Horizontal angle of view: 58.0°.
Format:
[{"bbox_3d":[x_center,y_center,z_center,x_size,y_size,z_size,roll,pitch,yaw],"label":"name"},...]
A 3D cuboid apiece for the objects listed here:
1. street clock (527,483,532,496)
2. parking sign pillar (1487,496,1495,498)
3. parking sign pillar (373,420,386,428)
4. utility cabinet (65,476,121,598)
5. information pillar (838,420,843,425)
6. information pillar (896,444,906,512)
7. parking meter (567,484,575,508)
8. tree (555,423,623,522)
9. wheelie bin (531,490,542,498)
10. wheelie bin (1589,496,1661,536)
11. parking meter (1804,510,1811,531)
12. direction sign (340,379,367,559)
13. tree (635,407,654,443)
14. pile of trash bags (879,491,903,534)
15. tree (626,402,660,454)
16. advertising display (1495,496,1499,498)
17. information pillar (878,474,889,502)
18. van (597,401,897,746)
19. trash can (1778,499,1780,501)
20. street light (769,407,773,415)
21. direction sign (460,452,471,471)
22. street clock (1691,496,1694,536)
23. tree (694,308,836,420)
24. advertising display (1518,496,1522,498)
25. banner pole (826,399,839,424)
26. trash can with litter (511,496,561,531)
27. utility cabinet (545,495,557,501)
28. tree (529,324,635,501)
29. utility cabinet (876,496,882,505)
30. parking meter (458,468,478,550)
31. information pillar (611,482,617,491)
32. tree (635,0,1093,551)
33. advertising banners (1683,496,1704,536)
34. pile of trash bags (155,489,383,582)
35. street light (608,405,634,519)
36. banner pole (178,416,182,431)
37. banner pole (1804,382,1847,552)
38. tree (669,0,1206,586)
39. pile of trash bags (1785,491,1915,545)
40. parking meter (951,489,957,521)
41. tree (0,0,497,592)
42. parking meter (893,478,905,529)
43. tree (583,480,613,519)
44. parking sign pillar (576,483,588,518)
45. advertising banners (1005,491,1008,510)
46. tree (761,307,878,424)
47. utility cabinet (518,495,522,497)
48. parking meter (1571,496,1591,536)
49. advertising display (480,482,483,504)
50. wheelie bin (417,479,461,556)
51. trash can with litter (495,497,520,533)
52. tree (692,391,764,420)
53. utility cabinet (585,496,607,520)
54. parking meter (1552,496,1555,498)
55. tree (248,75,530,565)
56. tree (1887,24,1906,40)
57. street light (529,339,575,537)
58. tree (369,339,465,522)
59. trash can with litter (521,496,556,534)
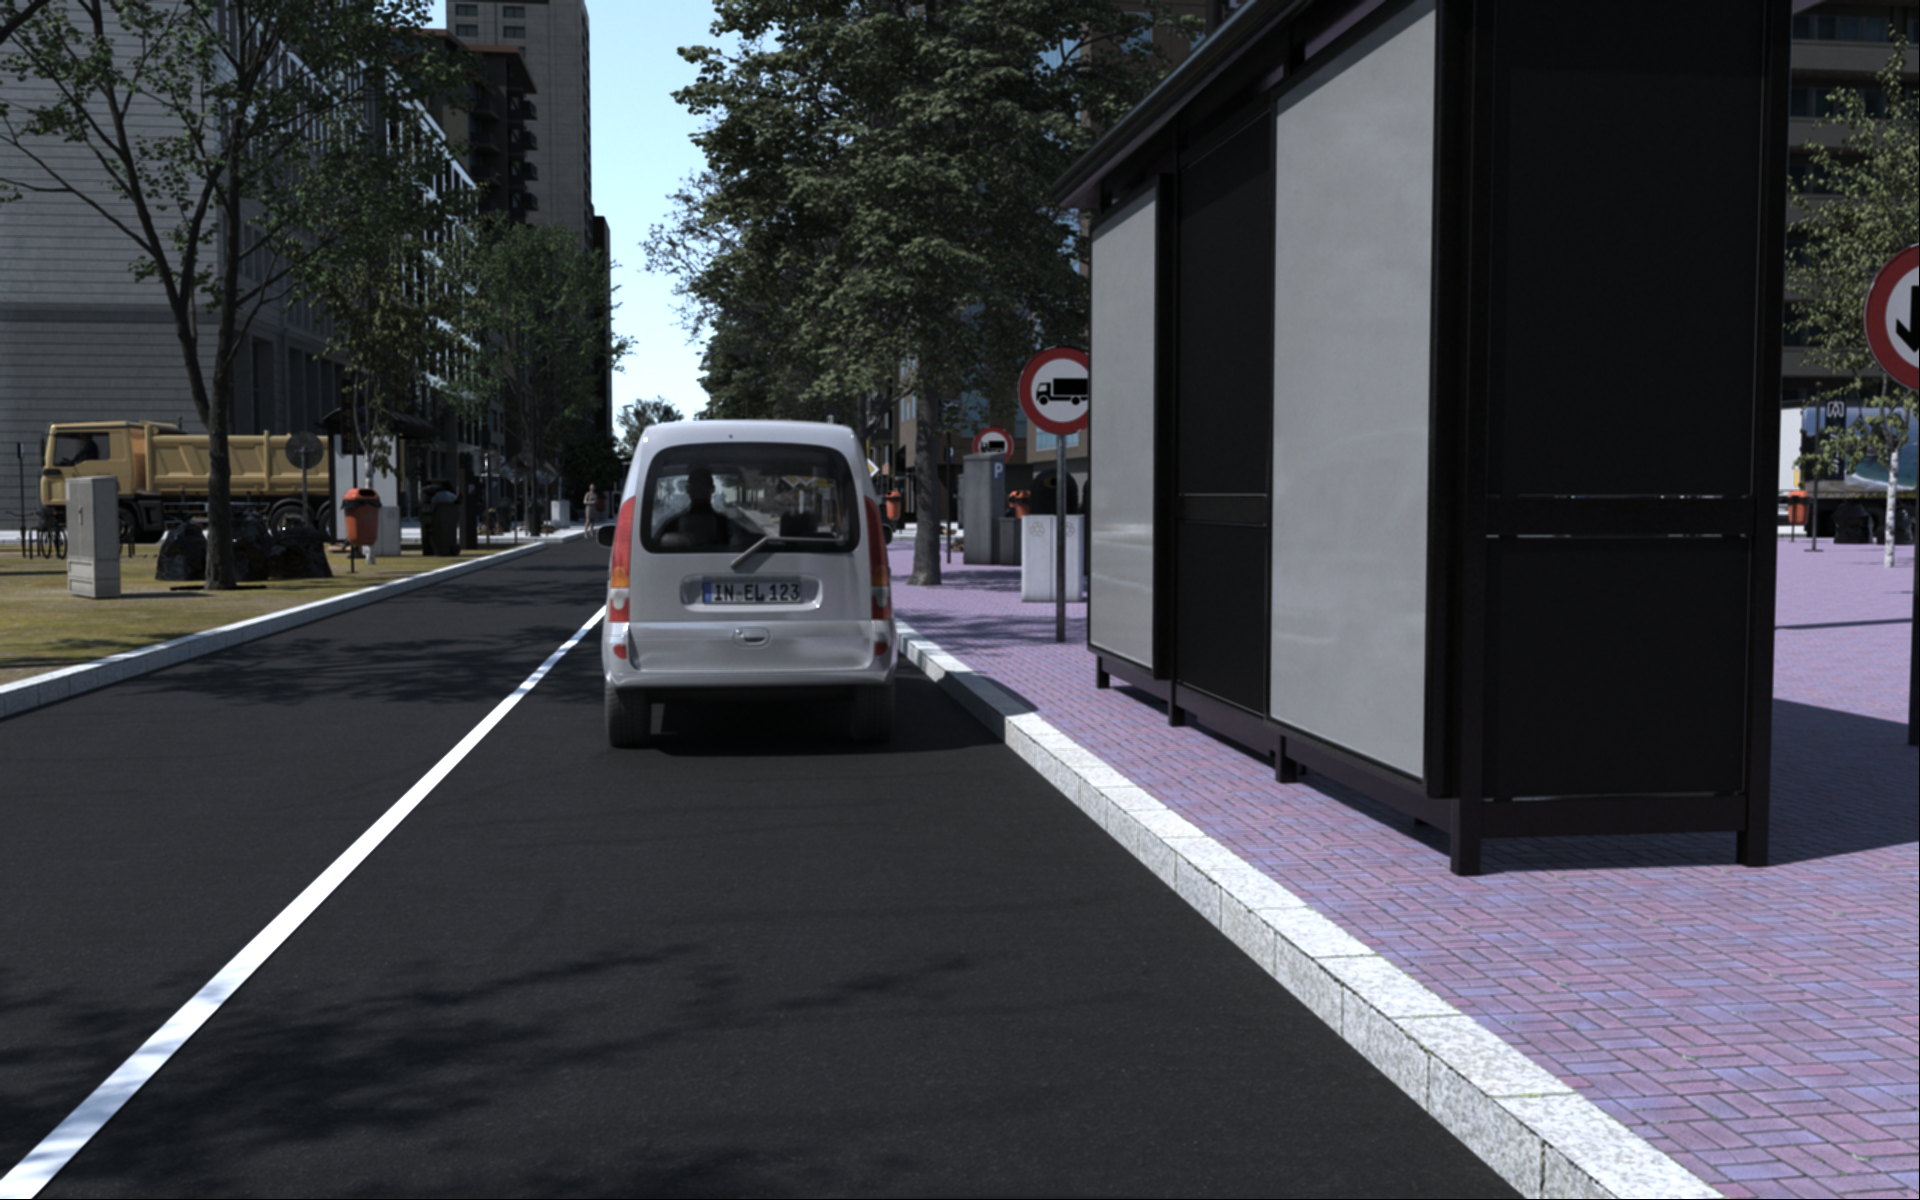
[{"bbox_3d":[-26.621,-6.276,107.176,0.471,2.002,0.358,-3,5,-44],"label":"street clock"},{"bbox_3d":[36.090,-7.946,118.384,1.447,3.967,1.447,-1,4,-8],"label":"parking sign pillar"},{"bbox_3d":[-18.643,-4.042,54.554,1.447,3.967,1.447,0,4,4],"label":"parking sign pillar"},{"bbox_3d":[-10.794,-0.786,21.524,0.318,1.500,1.173,-3,5,-41],"label":"utility cabinet"},{"bbox_3d":[-3.582,-3.792,53.357,0.504,3.616,0.183,0,4,1],"label":"information pillar"},{"bbox_3d":[-2.773,-5.510,81.441,0.504,3.616,0.183,-1,4,-22],"label":"information pillar"},{"bbox_3d":[-23.346,-6.007,103.922,0.255,1.863,0.399,2,4,28],"label":"parking meter"},{"bbox_3d":[-16.973,-5.864,79.592,4.285,4.588,4.351,0,3,0],"label":"tree"},{"bbox_3d":[-27.792,-6.472,113.732,0.980,1.594,0.693,3,4,36],"label":"wheelie bin"},{"bbox_3d":[8.235,-0.833,21.536,0.693,1.594,0.980,-2,4,-25],"label":"wheelie bin"},{"bbox_3d":[29.231,-3.126,59.516,0.372,1.533,0.369,0,3,0],"label":"parking meter"},{"bbox_3d":[-12.060,-2.601,34.519,0.379,3.537,0.876,1,4,13],"label":"direction sign"},{"bbox_3d":[-27.244,-11.921,145.268,4.737,8.622,4.395,0,3,0],"label":"tree"},{"bbox_3d":[-2.849,-2.899,57.148,1.912,1.369,3.447,-2,4,-31],"label":"pile of trash bags"},{"bbox_3d":[-24.827,-11.465,137.807,4.360,8.622,3.978,0,3,0],"label":"tree"},{"bbox_3d":[30.123,-5.548,95.919,0.974,1.923,0.123,2,4,28],"label":"advertising display"},{"bbox_3d":[-2.856,-3.670,64.490,0.304,2.012,0.304,-2,4,-25],"label":"information pillar"},{"bbox_3d":[-1.386,-0.262,11.300,2.013,2.044,4.112,0,4,-8],"label":"van"},{"bbox_3d":[22.298,-2.223,47.999,0.748,1.137,0.748,0,3,0],"label":"trash can"},{"bbox_3d":[-10.201,-7.150,89.441,1.470,5.913,1.316,0,4,-8],"label":"street light"},{"bbox_3d":[-26.819,-6.240,94.025,0.379,3.537,0.876,1,4,19],"label":"direction sign"},{"bbox_3d":[16.700,-2.135,39.474,0.471,2.002,0.358,1,4,11],"label":"street clock"},{"bbox_3d":[-12.216,-12.373,108.955,9.857,13.997,8.962,0,3,0],"label":"tree"},{"bbox_3d":[24.764,-4.420,77.484,0.123,1.923,0.974,-2,4,-25],"label":"advertising display"},{"bbox_3d":[-3.348,-3.407,45.721,0.401,3.779,0.863,-2,4,-29],"label":"banner pole"},{"bbox_3d":[-14.913,-3.018,60.394,2.233,1.210,1.678,0,4,-7],"label":"trash can with litter"},{"bbox_3d":[-26.510,-6.196,112.473,0.306,1.237,1.020,2,4,35],"label":"utility cabinet"},{"bbox_3d":[-17.024,-7.484,72.732,4.737,8.622,4.395,0,3,0],"label":"tree"},{"bbox_3d":[-3.268,-3.077,61.476,1.020,1.237,0.306,0,4,1],"label":"utility cabinet"},{"bbox_3d":[-11.297,-2.083,39.771,0.255,1.863,0.399,2,4,29],"label":"parking meter"},{"bbox_3d":[-21.046,-6.157,105.166,0.304,2.012,0.304,1,4,15],"label":"information pillar"},{"bbox_3d":[-2.124,-7.872,39.085,12.009,13.543,11.850,0,3,0],"label":"tree"},{"bbox_3d":[16.035,-2.536,37.644,0.090,3.025,2.074,3,4,38],"label":"advertising banners"},{"bbox_3d":[-10.453,-1.040,26.758,1.912,1.369,3.447,2,4,34],"label":"pile of trash bags"},{"bbox_3d":[-17.672,-7.197,90.219,1.470,5.913,1.316,0,4,-8],"label":"street light"},{"bbox_3d":[-25.049,-4.015,55.668,0.401,3.779,0.863,-1,4,-17],"label":"banner pole"},{"bbox_3d":[19.384,-2.979,38.730,0.863,3.779,0.401,0,4,2],"label":"banner pole"},{"bbox_3d":[-0.385,-6.503,24.451,7.486,12.596,7.792,0,3,0],"label":"tree"},{"bbox_3d":[23.227,-2.165,45.145,1.912,1.369,3.447,-3,4,-37],"label":"pile of trash bags"},{"bbox_3d":[-0.303,-4.458,81.300,0.372,1.533,0.369,0,3,0],"label":"parking meter"},{"bbox_3d":[-9.991,-5.932,22.750,9.928,11.665,9.643,0,3,0],"label":"tree"},{"bbox_3d":[-2.222,-3.524,63.337,0.255,1.863,0.399,3,5,41],"label":"parking meter"},{"bbox_3d":[-18.407,-5.690,87.635,1.663,3.219,1.824,0,3,0],"label":"tree"},{"bbox_3d":[-19.717,-6.324,91.868,1.447,3.967,1.447,1,4,19],"label":"parking sign pillar"},{"bbox_3d":[1.480,-4.295,66.418,0.090,3.025,2.074,1,4,21],"label":"advertising banners"},{"bbox_3d":[-5.034,-6.713,60.125,4.360,8.622,3.978,0,3,0],"label":"tree"},{"bbox_3d":[-29.943,-6.568,118.548,0.306,1.237,1.020,0,4,6],"label":"utility cabinet"},{"bbox_3d":[9.836,-1.157,27.331,0.372,1.533,0.369,0,3,0],"label":"parking meter"},{"bbox_3d":[-26.096,-5.504,95.205,0.123,1.923,0.974,1,4,14],"label":"advertising display"},{"bbox_3d":[-10.793,-1.712,35.907,0.980,1.594,0.693,2,4,28],"label":"wheelie bin"},{"bbox_3d":[-15.156,-2.813,57.383,0.624,1.170,1.055,0,4,7],"label":"trash can with litter"},{"bbox_3d":[-34.799,-25.124,266.667,12.611,20.169,13.585,0,3,0],"label":"tree"},{"bbox_3d":[-18.038,-4.568,85.850,1.020,1.237,0.306,0,4,1],"label":"utility cabinet"},{"bbox_3d":[26.605,-4.211,77.257,0.372,1.533,0.369,0,3,0],"label":"parking meter"},{"bbox_3d":[-10.514,-4.955,31.371,4.737,8.622,4.395,0,3,0],"label":"tree"},{"bbox_3d":[12.416,-4.340,21.318,4.737,8.622,4.395,0,3,0],"label":"tree"},{"bbox_3d":[-12.239,-4.859,51.991,1.470,5.913,1.316,0,4,-8],"label":"street light"},{"bbox_3d":[-24.813,-7.840,78.549,4.360,8.622,3.978,0,3,0],"label":"tree"},{"bbox_3d":[-13.612,-2.755,56.436,1.055,1.170,0.624,2,4,29],"label":"trash can with litter"}]
